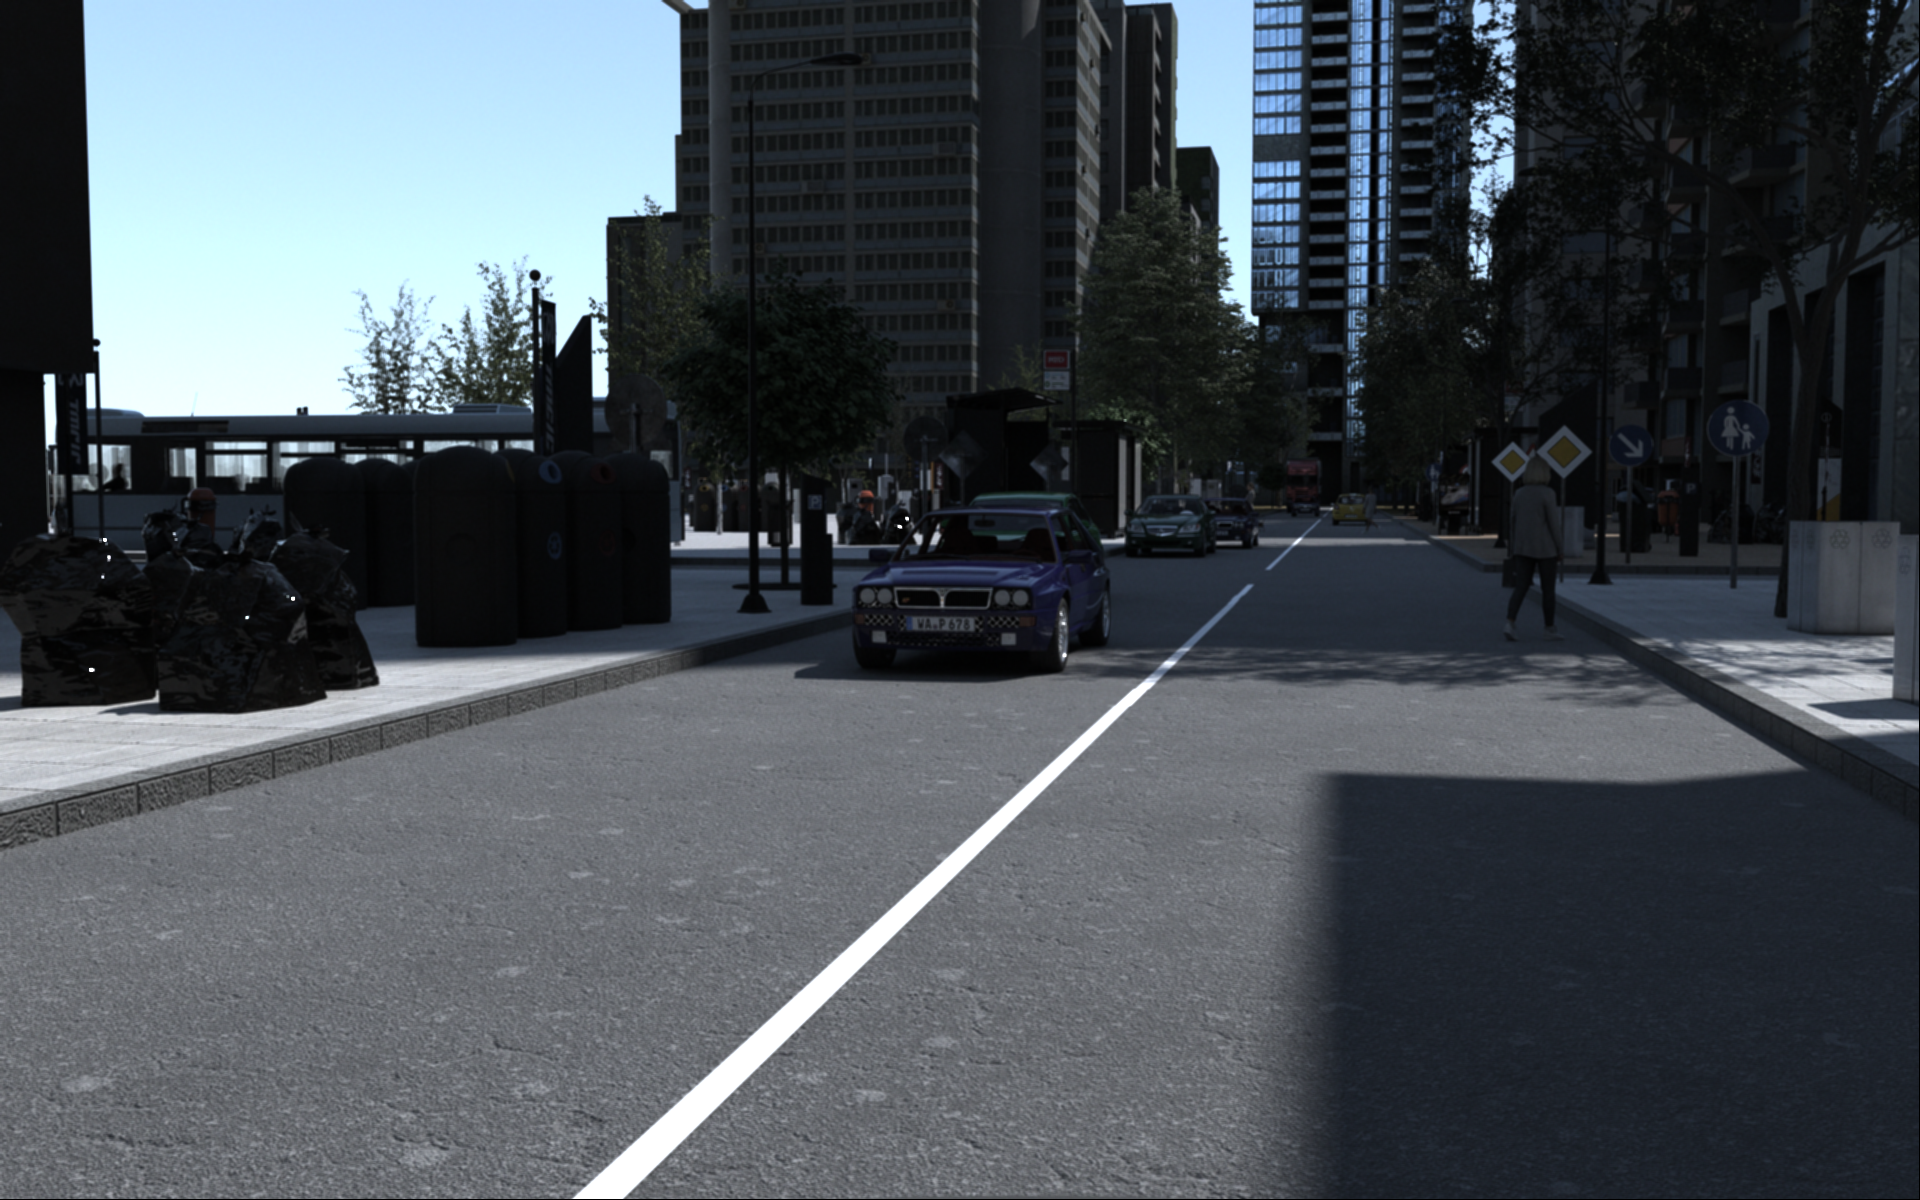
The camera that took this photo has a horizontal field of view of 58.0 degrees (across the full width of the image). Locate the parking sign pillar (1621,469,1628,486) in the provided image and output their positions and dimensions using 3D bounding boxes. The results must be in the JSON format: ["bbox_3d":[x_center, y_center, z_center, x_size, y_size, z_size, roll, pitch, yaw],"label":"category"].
[{"bbox_3d":[39.202,-6.872,100.825,1.447,3.967,1.447,1,4,9],"label":"parking sign pillar"}]

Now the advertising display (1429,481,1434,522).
[{"bbox_3d":[21.817,-4.490,78.619,0.974,1.923,0.123,0,4,2],"label":"advertising display"}]

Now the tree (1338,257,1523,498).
[{"bbox_3d":[24.774,-11.272,90.953,9.857,13.997,8.962,0,3,0],"label":"tree"}]

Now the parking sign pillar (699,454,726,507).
[{"bbox_3d":[-12.068,-5.873,84.488,1.447,3.967,1.447,0,4,-7],"label":"parking sign pillar"}]

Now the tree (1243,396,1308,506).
[{"bbox_3d":[32.981,-15.495,179.090,9.928,11.665,9.643,0,3,0],"label":"tree"}]

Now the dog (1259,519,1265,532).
[{"bbox_3d":[11.420,-2.869,66.192,0.540,0.507,0.406,1,4,21],"label":"dog"}]

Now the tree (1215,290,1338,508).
[{"bbox_3d":[29.338,-18.814,163.491,12.611,20.169,13.585,0,3,0],"label":"tree"}]

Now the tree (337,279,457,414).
[{"bbox_3d":[-19.580,-6.700,59.902,4.360,8.622,3.978,0,3,0],"label":"tree"}]

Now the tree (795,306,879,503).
[{"bbox_3d":[-6.171,-6.969,64.301,4.737,8.622,4.395,0,3,0],"label":"tree"}]

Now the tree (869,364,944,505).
[{"bbox_3d":[-3.336,-9.072,98.692,4.360,8.622,3.978,0,3,0],"label":"tree"}]

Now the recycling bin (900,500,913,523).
[{"bbox_3d":[-2.365,-4.017,78.238,0.722,1.027,0.722,0,4,-2],"label":"recycling bin"}]

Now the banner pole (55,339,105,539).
[{"bbox_3d":[-14.083,-2.314,27.843,0.863,3.779,0.401,-3,5,-39],"label":"banner pole"}]

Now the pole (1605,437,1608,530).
[{"bbox_3d":[23.171,-4.185,62.272,0.158,3.312,0.155,0,3,0],"label":"pole"}]

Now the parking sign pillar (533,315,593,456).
[{"bbox_3d":[-5.849,-2.270,25.583,1.447,3.967,1.447,1,4,9],"label":"parking sign pillar"}]

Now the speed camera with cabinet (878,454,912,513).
[{"bbox_3d":[-2.967,-5.550,85.083,2.038,3.252,0.660,-1,4,-14],"label":"speed camera with cabinet"}]

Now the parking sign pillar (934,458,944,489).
[{"bbox_3d":[-1.473,-6.938,101.914,1.447,3.967,1.447,0,4,-6],"label":"parking sign pillar"}]

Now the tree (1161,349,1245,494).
[{"bbox_3d":[11.386,-8.158,83.738,4.737,8.622,4.395,0,3,0],"label":"tree"}]

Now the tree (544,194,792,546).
[{"bbox_3d":[-7.020,-5.635,42.497,4.737,8.622,4.395,0,3,0],"label":"tree"}]

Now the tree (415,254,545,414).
[{"bbox_3d":[-14.224,-6.292,53.242,4.737,8.622,4.395,0,3,0],"label":"tree"}]

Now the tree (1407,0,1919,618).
[{"bbox_3d":[8.454,-5.077,17.419,8.767,10.594,7.601,2,4,27],"label":"tree"}]

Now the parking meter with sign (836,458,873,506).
[{"bbox_3d":[-5.101,-5.362,83.934,1.738,3.016,0.543,-1,4,-14],"label":"parking meter with sign"}]

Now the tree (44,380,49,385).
[{"bbox_3d":[-24.618,-5.671,43.077,4.737,8.622,4.395,0,3,0],"label":"tree"}]

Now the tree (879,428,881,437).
[{"bbox_3d":[-5.825,-7.477,72.603,4.737,8.622,4.395,0,3,0],"label":"tree"}]

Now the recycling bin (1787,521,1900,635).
[{"bbox_3d":[8.174,-0.214,16.051,0.722,1.027,0.722,0,4,4],"label":"recycling bin"}]

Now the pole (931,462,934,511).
[{"bbox_3d":[-1.108,-4.403,65.835,0.158,3.312,0.155,0,3,0],"label":"pole"}]

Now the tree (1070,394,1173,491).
[{"bbox_3d":[5.245,-4.467,56.742,4.285,4.588,4.351,0,3,0],"label":"tree"}]

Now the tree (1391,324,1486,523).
[{"bbox_3d":[20.924,-7.659,75.594,4.737,8.622,4.395,0,3,0],"label":"tree"}]

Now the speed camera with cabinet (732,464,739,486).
[{"bbox_3d":[-14.671,-6.872,106.686,2.038,3.252,0.660,0,4,2],"label":"speed camera with cabinet"}]

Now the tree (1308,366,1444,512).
[{"bbox_3d":[32.813,-12.340,127.506,9.928,11.665,9.643,0,3,0],"label":"tree"}]

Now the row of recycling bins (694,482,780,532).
[{"bbox_3d":[-7.548,-3.180,59.112,3.534,1.692,1.069,2,4,25],"label":"row of recycling bins"}]

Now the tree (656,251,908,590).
[{"bbox_3d":[-2.441,-2.448,23.732,4.285,4.588,4.351,0,3,0],"label":"tree"}]

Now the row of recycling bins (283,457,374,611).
[{"bbox_3d":[-6.623,-0.815,20.436,1.069,1.692,3.534,1,4,15],"label":"row of recycling bins"}]

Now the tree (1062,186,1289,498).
[{"bbox_3d":[7.148,-8.966,64.726,7.486,12.596,7.792,0,3,0],"label":"tree"}]

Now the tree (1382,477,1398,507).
[{"bbox_3d":[42.252,-10.770,170.696,1.663,3.219,1.824,0,3,0],"label":"tree"}]

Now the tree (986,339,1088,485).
[{"bbox_3d":[2.888,-8.073,82.361,4.737,8.622,4.395,0,3,0],"label":"tree"}]

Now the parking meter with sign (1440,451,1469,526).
[{"bbox_3d":[20.220,-4.486,69.604,1.738,3.016,0.543,0,4,3],"label":"parking meter with sign"}]

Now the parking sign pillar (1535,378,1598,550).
[{"bbox_3d":[14.128,-3.178,40.426,1.447,3.967,1.447,0,4,6],"label":"parking sign pillar"}]

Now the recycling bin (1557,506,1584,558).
[{"bbox_3d":[12.173,-1.374,35.019,0.722,1.027,0.722,2,4,31],"label":"recycling bin"}]

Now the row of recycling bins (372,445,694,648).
[{"bbox_3d":[-3.818,-0.547,16.060,1.069,1.692,3.534,1,4,19],"label":"row of recycling bins"}]

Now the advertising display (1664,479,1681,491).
[{"bbox_3d":[29.745,-4.089,72.070,0.974,1.923,0.123,-1,4,-11],"label":"advertising display"}]

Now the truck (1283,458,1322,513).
[{"bbox_3d":[26.879,-8.954,135.315,2.839,4.237,11.283,1,4,13],"label":"truck"}]

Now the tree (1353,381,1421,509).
[{"bbox_3d":[36.861,-13.874,144.964,7.486,12.596,7.792,0,3,0],"label":"tree"}]

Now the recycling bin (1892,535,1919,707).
[{"bbox_3d":[6.161,0.127,10.472,0.722,1.027,0.722,0,4,8],"label":"recycling bin"}]

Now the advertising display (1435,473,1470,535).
[{"bbox_3d":[15.352,-2.975,53.851,0.974,1.923,0.123,0,4,-3],"label":"advertising display"}]

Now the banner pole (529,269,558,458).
[{"bbox_3d":[-4.707,-1.812,19.644,0.401,3.779,0.863,0,4,8],"label":"banner pole"}]

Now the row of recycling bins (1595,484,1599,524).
[{"bbox_3d":[25.952,-4.112,74.342,3.534,1.692,1.069,0,4,-6],"label":"row of recycling bins"}]

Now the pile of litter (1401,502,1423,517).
[{"bbox_3d":[25.286,-5.018,96.009,1.719,0.858,1.176,1,4,12],"label":"pile of litter"}]

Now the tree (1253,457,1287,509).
[{"bbox_3d":[27.408,-10.259,151.453,4.285,4.588,4.351,0,3,0],"label":"tree"}]

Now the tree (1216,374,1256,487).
[{"bbox_3d":[19.504,-11.302,119.202,7.601,10.594,8.767,-2,4,-33],"label":"tree"}]

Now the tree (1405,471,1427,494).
[{"bbox_3d":[30.527,-7.369,115.088,1.663,3.219,1.824,0,3,0],"label":"tree"}]

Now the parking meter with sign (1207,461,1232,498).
[{"bbox_3d":[13.482,-5.845,91.827,1.738,3.016,0.543,2,4,34],"label":"parking meter with sign"}]
